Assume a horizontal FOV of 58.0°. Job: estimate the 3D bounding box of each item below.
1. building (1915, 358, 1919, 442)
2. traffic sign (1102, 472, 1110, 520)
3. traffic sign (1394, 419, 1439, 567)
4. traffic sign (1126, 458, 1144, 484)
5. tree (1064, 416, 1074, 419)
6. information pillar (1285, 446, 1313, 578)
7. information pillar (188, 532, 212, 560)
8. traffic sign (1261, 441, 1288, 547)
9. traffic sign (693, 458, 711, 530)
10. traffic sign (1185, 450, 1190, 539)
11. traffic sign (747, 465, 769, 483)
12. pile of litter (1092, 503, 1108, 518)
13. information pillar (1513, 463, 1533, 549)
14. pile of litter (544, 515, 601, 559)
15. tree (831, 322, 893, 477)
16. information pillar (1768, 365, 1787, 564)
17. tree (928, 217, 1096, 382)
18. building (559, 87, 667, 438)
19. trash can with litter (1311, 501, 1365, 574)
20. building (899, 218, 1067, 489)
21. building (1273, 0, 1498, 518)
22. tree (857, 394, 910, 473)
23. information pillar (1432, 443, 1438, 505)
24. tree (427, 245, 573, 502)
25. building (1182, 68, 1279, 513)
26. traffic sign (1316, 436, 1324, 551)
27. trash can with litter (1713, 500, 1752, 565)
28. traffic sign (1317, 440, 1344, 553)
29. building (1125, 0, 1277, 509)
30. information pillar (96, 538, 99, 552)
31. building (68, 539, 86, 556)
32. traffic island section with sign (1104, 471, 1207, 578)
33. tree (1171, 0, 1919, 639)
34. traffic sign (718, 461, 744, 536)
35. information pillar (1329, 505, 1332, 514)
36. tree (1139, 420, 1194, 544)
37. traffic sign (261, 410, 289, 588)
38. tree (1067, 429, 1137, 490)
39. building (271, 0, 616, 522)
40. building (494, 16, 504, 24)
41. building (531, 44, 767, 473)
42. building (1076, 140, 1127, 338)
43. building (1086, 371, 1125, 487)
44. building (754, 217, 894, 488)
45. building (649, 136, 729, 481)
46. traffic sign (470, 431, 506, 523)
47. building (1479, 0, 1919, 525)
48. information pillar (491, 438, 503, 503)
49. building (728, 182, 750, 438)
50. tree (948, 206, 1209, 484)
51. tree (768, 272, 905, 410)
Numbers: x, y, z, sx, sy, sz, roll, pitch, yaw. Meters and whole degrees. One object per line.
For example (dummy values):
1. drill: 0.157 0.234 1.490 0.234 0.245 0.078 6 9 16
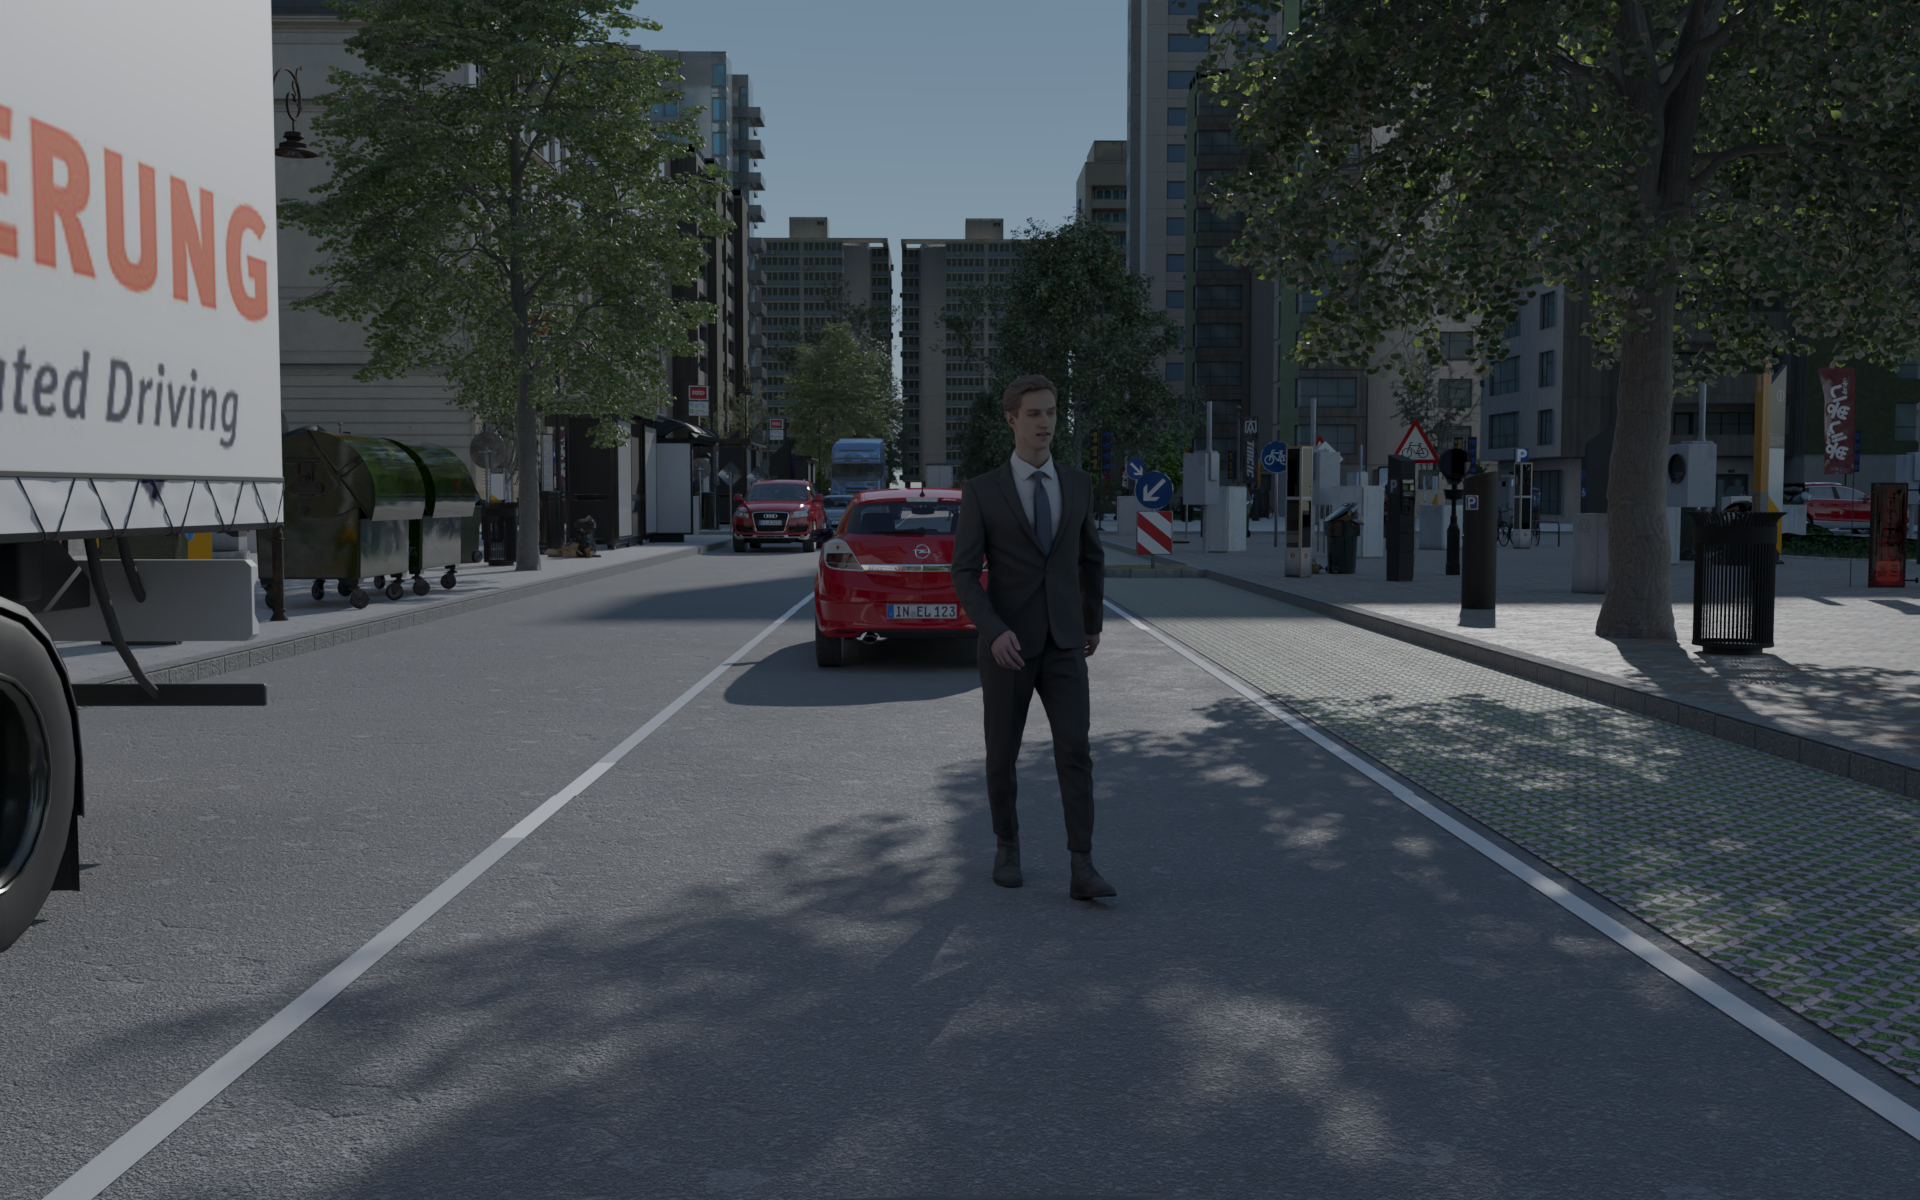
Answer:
1. building: 60.933 -30.410 86.437 27.495 52.752 28.713 0 4 -1
2. traffic sign: 7.205 -5.323 87.133 0.768 2.556 0.104 0 4 8
3. traffic sign: 7.928 -1.848 30.223 0.884 2.594 0.081 1 4 8
4. traffic sign: 6.280 -3.765 61.656 0.768 2.556 0.104 0 4 7
5. tree: 4.653 -9.158 100.093 4.737 8.622 4.395 0 3 0
6. information pillar: 5.220 -1.358 26.694 0.304 2.012 0.304 -3 5 -43
7. information pillar: -7.500 -1.557 16.806 0.183 3.616 0.504 2 4 28
8. traffic sign: 7.637 -2.551 41.821 0.768 2.556 0.104 0 4 5
9. traffic sign: -9.223 -3.753 61.473 0.768 2.556 0.104 0 4 4
10. traffic sign: 6.501 -3.036 49.650 0.884 2.594 0.081 0 4 7
11. traffic sign: -7.107 -3.500 60.866 0.795 2.450 0.064 0 4 -1
12. pile of litter: 7.454 -4.915 94.329 1.176 0.858 1.719 0 4 4
13. information pillar: 13.173 -2.206 40.555 0.304 2.012 0.304 -1 4 -14
14. pile of litter: -7.858 -1.299 35.198 1.176 0.858 1.719 0 4 -3
15. tree: -8.238 -11.951 113.532 7.486 12.596 7.792 0 3 0
16. information pillar: 14.805 -2.455 31.501 0.504 3.616 0.183 -2 4 -29
17. tree: 4.064 -16.241 121.433 12.611 20.169 13.585 0 3 0
18. building: -26.374 -17.904 110.747 12.078 24.808 19.932 0 4 -1
19. trash can with litter: 5.919 -1.007 27.852 1.055 1.170 0.624 0 4 -3
20. building: 3.410 -33.943 246.846 23.993 40.220 32.217 0 4 -1
21. building: 25.125 -25.412 99.073 14.154 41.232 14.086 0 4 -1
22. tree: -10.535 -17.274 192.798 12.009 13.543 11.850 0 3 0
23. information pillar: 21.873 -5.406 79.736 0.183 3.616 0.504 0 4 -6
24. tree: -13.402 -6.145 50.832 4.360 8.622 3.978 0 3 0
25. building: 22.500 -21.390 121.423 14.160 30.474 14.107 0 4 -1
26. traffic sign: 8.015 -2.365 38.665 0.884 2.594 0.081 0 4 7
27. trash can with litter: 13.901 -1.220 31.328 0.624 1.170 1.055 0 4 -3
28. traffic sign: 7.877 -2.216 37.419 0.795 2.450 0.064 0 4 2
29. building: 25.730 -37.658 157.702 21.231 58.520 28.212 0 4 -1
30. information pillar: -17.218 -2.653 34.730 0.183 3.616 0.504 2 4 24
31. building: -26.813 -11.095 36.154 16.860 20.320 10.420 0 4 -1
32. traffic island section with sign: 3.189 -1.324 30.283 1.989 1.847 2.006 0 4 -1
33. tree: 6.231 -6.644 15.279 9.857 13.997 8.962 0 3 0
34. traffic sign: -6.998 -3.012 52.882 0.795 2.450 0.064 0 4 -1
35. information pillar: 14.378 -3.799 66.598 0.304 2.012 0.304 1 4 19
36. tree: 5.393 -3.101 45.303 1.663 3.219 1.824 0 3 0
37. traffic sign: -9.547 -1.442 23.682 0.768 2.556 0.104 0 4 5
38. tree: 5.490 -5.825 78.949 4.285 4.588 4.351 0 3 0
39. building: -27.623 -15.439 85.717 16.112 22.955 30.059 0 4 -1
40. building: -73.295 -48.941 238.434 20.611 71.187 20.563 0 4 -1
41. building: -36.740 -34.756 187.874 30.456 49.044 23.786 0 4 -1
42. building: 26.864 -37.707 240.211 21.600 48.544 21.300 0 4 -1
43. building: 28.113 -20.938 187.368 27.650 21.520 28.899 0 4 -1
44. building: -21.422 -33.867 245.610 23.993 40.220 32.217 0 4 -1
45. building: -27.300 -22.686 142.624 14.160 30.474 14.107 0 4 -1
46. traffic sign: -9.600 -2.145 35.182 0.768 2.556 0.104 1 4 9
47. building: 32.268 -18.667 76.910 14.107 30.474 14.160 0 4 -1
48. information pillar: -18.894 -4.855 70.733 0.504 3.616 0.183 0 4 -5
49. building: -26.860 -23.548 156.713 14.160 30.474 14.107 0 4 -1
50. tree: 4.766 -9.326 69.486 9.611 12.733 9.660 0 3 0
51. tree: -10.875 -18.023 150.565 12.611 20.169 13.585 0 3 0
